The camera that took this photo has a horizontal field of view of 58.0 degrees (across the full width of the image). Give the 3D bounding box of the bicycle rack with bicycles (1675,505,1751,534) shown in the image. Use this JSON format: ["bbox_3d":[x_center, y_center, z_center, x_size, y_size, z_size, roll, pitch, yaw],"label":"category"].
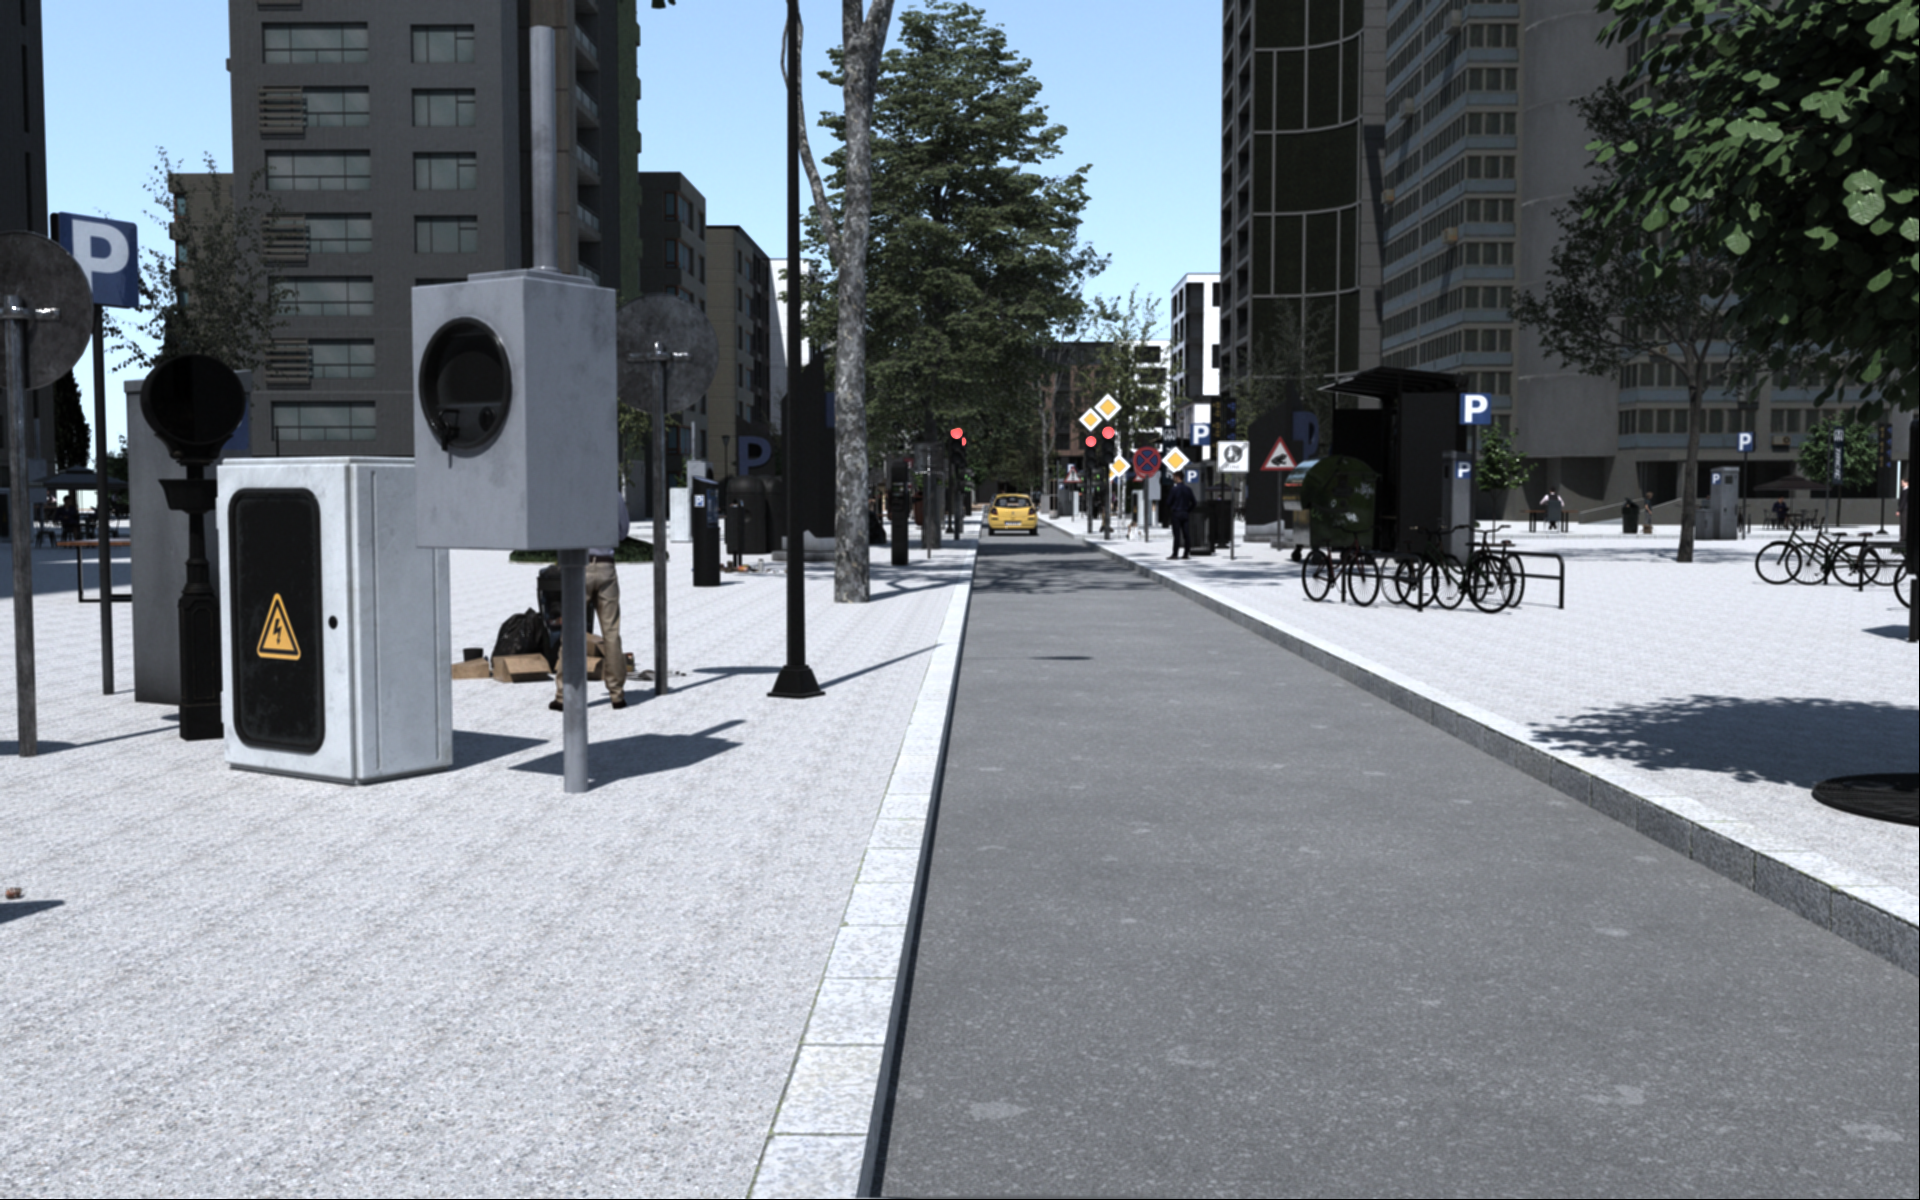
[{"bbox_3d":[25.037,-2.691,57.374,2.852,0.926,2.925,2,4,25],"label":"bicycle rack with bicycles"}]

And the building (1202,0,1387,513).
[{"bbox_3d":[27.489,-41.662,119.418,20.563,71.187,20.611,0,4,1],"label":"building"}]

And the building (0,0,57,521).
[{"bbox_3d":[-51.572,-18.733,77.986,14.107,30.474,14.160,0,4,1],"label":"building"}]

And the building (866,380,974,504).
[{"bbox_3d":[-13.927,-22.701,237.622,31.486,18.905,16.747,0,4,1],"label":"building"}]

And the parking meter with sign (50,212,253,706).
[{"bbox_3d":[-4.728,-0.877,10.608,1.738,3.016,0.543,2,4,29],"label":"parking meter with sign"}]

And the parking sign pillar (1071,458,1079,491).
[{"bbox_3d":[8.582,-8.623,129.457,1.447,3.967,1.447,1,4,9],"label":"parking sign pillar"}]

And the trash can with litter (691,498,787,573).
[{"bbox_3d":[-3.691,-1.101,29.051,1.678,1.210,2.233,-1,4,-16],"label":"trash can with litter"}]

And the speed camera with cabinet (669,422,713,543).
[{"bbox_3d":[-7.222,-3.202,46.681,0.660,3.252,2.038,1,4,10],"label":"speed camera with cabinet"}]

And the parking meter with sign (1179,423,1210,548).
[{"bbox_3d":[5.666,-2.796,41.975,0.543,3.016,1.738,1,4,20],"label":"parking meter with sign"}]

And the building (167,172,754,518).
[{"bbox_3d":[-28.575,-16.072,107.815,27.650,21.520,28.899,0,4,1],"label":"building"}]

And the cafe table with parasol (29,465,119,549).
[{"bbox_3d":[-20.988,-2.223,41.220,2.610,1.966,2.610,1,4,16],"label":"cafe table with parasol"}]

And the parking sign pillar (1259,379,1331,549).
[{"bbox_3d":[8.151,-3.229,41.272,1.447,3.967,1.447,2,4,29],"label":"parking sign pillar"}]

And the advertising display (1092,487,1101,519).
[{"bbox_3d":[6.987,-5.146,89.351,0.123,1.923,0.974,2,4,35],"label":"advertising display"}]

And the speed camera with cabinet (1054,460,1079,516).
[{"bbox_3d":[6.212,-6.534,101.162,0.660,3.252,2.038,-2,4,-27],"label":"speed camera with cabinet"}]

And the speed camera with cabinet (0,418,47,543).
[{"bbox_3d":[-24.753,-3.141,45.696,2.038,3.252,0.660,3,5,43],"label":"speed camera with cabinet"}]

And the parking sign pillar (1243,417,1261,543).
[{"bbox_3d":[8.306,-3.533,46.229,1.447,3.967,1.447,0,4,1],"label":"parking sign pillar"}]

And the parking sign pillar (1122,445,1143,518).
[{"bbox_3d":[9.396,-6.439,93.757,1.447,3.967,1.447,0,4,4],"label":"parking sign pillar"}]

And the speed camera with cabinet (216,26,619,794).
[{"bbox_3d":[-2.453,-0.815,7.668,2.038,3.252,0.660,2,4,33],"label":"speed camera with cabinet"}]

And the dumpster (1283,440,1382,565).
[{"bbox_3d":[6.852,-1.799,31.911,1.502,2.255,1.985,0,4,1],"label":"dumpster"}]

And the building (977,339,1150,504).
[{"bbox_3d":[18.542,-24.388,242.719,32.646,21.610,27.936,0,4,1],"label":"building"}]

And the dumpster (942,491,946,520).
[{"bbox_3d":[-1.333,-4.821,84.578,1.264,1.857,1.865,0,4,1],"label":"dumpster"}]

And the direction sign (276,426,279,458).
[{"bbox_3d":[-22.769,-4.028,57.850,0.379,3.537,0.876,-1,4,-20],"label":"direction sign"}]

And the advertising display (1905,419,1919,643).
[{"bbox_3d":[8.552,-0.613,15.236,0.974,1.923,0.123,-3,5,-44],"label":"advertising display"}]

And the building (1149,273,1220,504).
[{"bbox_3d":[35.107,-20.328,176.332,27.936,21.610,32.646,0,4,1],"label":"building"}]

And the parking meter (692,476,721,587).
[{"bbox_3d":[-3.529,-0.959,24.090,0.372,1.533,0.369,0,3,0],"label":"parking meter"}]

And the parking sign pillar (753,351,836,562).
[{"bbox_3d":[-2.911,-2.742,33.301,1.447,3.967,1.447,-3,4,-39],"label":"parking sign pillar"}]

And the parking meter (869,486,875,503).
[{"bbox_3d":[-4.773,-5.361,93.361,0.399,1.863,0.255,3,5,41],"label":"parking meter"}]

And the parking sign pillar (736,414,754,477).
[{"bbox_3d":[-6.873,-4.272,58.313,1.447,3.967,1.447,-1,4,-12],"label":"parking sign pillar"}]

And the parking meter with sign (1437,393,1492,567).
[{"bbox_3d":[8.873,-2.109,30.741,0.543,3.016,1.738,0,4,0],"label":"parking meter with sign"}]

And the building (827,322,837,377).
[{"bbox_3d":[-28.297,-19.558,186.230,31.486,18.905,16.747,0,4,1],"label":"building"}]

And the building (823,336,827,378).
[{"bbox_3d":[-20.986,-19.196,170.280,16.016,20.091,11.380,0,4,1],"label":"building"}]

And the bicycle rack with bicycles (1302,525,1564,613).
[{"bbox_3d":[5.552,-0.389,19.749,2.852,0.926,2.925,-1,4,-14],"label":"bicycle rack with bicycles"}]

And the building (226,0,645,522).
[{"bbox_3d":[-22.414,-24.014,76.228,14.154,41.232,14.086,0,4,1],"label":"building"}]

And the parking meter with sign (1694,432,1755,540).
[{"bbox_3d":[21.328,-3.187,48.373,1.738,3.016,0.543,-2,4,-25],"label":"parking meter with sign"}]

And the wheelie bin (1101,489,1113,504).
[{"bbox_3d":[9.711,-6.572,115.357,0.980,1.594,0.693,1,4,9],"label":"wheelie bin"}]

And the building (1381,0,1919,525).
[{"bbox_3d":[35.136,-24.143,86.621,23.993,40.220,32.217,0,4,1],"label":"building"}]

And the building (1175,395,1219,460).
[{"bbox_3d":[24.227,-12.502,146.560,9.099,9.664,28.070,0,4,1],"label":"building"}]

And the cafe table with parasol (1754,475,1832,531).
[{"bbox_3d":[29.521,-3.462,61.473,2.610,1.966,2.610,-2,4,-34],"label":"cafe table with parasol"}]

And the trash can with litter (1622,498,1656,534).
[{"bbox_3d":[22.005,-2.739,56.162,1.055,1.170,0.624,1,4,22],"label":"trash can with litter"}]

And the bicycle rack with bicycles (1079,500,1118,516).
[{"bbox_3d":[8.401,-5.992,111.346,2.852,0.926,2.925,1,4,23],"label":"bicycle rack with bicycles"}]

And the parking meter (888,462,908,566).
[{"bbox_3d":[-1.084,-1.556,31.159,0.255,1.863,0.399,0,4,8],"label":"parking meter"}]

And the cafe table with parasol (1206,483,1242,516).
[{"bbox_3d":[15.151,-5.844,100.409,2.610,1.966,2.610,-1,4,-10],"label":"cafe table with parasol"}]

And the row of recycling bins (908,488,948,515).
[{"bbox_3d":[-2.205,-6.194,108.384,3.534,1.692,1.069,-1,4,-12],"label":"row of recycling bins"}]

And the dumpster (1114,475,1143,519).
[{"bbox_3d":[8.729,-5.276,88.759,1.502,2.255,1.985,0,4,1],"label":"dumpster"}]

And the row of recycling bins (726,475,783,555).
[{"bbox_3d":[-4.157,-1.906,38.280,1.069,1.692,3.534,1,4,16],"label":"row of recycling bins"}]

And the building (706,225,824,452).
[{"bbox_3d":[-27.040,-18.616,148.352,27.936,21.610,32.646,0,4,1],"label":"building"}]

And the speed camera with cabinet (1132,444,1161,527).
[{"bbox_3d":[7.383,-4.548,68.690,0.660,3.252,2.038,-1,4,-12],"label":"speed camera with cabinet"}]

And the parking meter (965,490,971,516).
[{"bbox_3d":[0.481,-5.671,101.137,0.372,1.533,0.369,0,3,0],"label":"parking meter"}]

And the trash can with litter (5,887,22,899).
[{"bbox_3d":[-3.595,0.409,4.378,2.233,1.210,1.678,-2,4,-34],"label":"trash can with litter"}]

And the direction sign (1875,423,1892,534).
[{"bbox_3d":[29.684,-3.894,55.656,0.876,3.537,0.379,-3,4,-38],"label":"direction sign"}]

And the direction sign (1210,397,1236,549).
[{"bbox_3d":[6.158,-2.972,40.587,0.876,3.537,0.379,-3,5,-41],"label":"direction sign"}]
